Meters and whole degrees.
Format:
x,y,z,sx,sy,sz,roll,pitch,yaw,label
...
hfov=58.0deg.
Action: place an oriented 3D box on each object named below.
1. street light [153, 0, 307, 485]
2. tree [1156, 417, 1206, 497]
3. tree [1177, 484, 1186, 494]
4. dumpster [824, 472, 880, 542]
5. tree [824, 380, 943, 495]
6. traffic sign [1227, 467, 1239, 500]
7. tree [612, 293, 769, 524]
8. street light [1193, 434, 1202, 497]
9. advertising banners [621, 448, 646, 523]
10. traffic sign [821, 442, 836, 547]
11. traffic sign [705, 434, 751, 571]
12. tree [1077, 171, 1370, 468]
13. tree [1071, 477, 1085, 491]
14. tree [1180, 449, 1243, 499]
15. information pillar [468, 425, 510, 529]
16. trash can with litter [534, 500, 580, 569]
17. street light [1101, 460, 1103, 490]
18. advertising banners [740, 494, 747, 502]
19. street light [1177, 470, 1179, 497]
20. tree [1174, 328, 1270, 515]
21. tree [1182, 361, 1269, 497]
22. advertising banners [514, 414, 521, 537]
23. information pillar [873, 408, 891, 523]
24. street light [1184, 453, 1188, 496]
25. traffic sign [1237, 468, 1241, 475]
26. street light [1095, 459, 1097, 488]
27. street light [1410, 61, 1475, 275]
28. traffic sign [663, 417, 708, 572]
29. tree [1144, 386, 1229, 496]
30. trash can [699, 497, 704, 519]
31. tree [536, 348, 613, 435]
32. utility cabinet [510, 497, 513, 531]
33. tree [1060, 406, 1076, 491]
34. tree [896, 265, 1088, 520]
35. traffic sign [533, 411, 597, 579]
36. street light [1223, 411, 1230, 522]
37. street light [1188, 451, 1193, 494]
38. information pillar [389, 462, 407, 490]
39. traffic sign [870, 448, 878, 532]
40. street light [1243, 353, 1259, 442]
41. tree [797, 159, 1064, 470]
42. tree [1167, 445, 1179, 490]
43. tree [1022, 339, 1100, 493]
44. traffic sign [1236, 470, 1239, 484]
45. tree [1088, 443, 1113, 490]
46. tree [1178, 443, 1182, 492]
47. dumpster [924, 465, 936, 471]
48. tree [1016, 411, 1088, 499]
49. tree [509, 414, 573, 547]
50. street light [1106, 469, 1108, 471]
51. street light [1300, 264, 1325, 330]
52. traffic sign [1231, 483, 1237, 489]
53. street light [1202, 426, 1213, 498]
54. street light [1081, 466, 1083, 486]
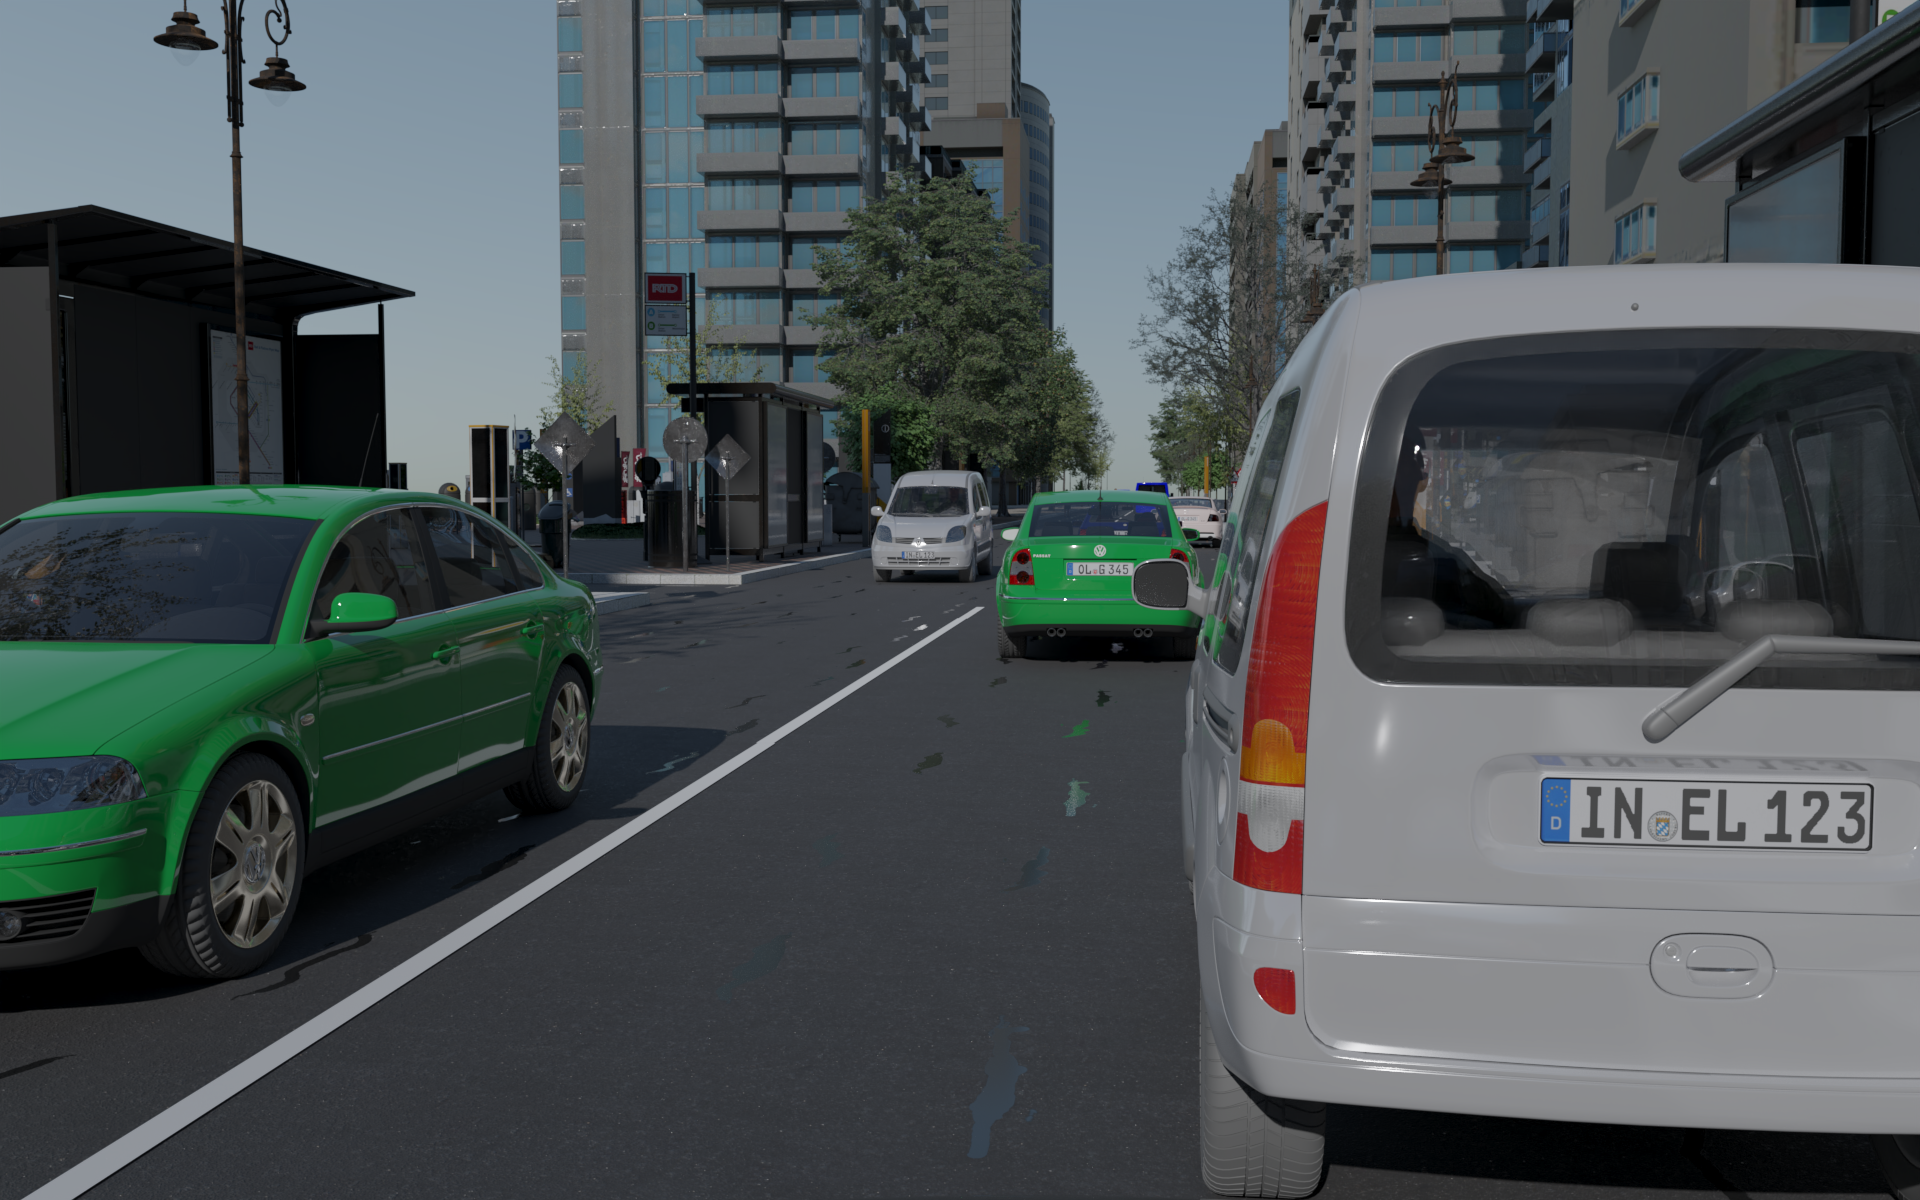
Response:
x,y,z,sx,sy,sz,roll,pitch,yaw,label
-5.975,-2.543,14.371,0.468,5.910,1.993,0,4,7,street light
29.107,-18.459,227.552,9.928,11.665,9.643,0,3,0,tree
31.291,-15.173,242.681,1.663,3.219,1.824,0,3,0,tree
-2.876,-2.445,45.735,1.264,1.857,1.865,0,4,6,dumpster
-2.124,-4.061,50.113,4.285,4.588,4.351,0,3,0,tree
12.721,-4.941,80.790,0.884,2.594,0.081,1,4,9,traffic sign
-9.294,-6.866,62.628,4.737,8.622,4.395,0,3,0,tree
18.282,-9.761,132.386,0.468,5.910,1.993,0,4,7,street light
-12.946,-4.265,65.926,2.074,3.025,0.090,0,4,4,advertising banners
-3.385,-2.555,41.883,0.768,2.556,0.104,1,4,10,traffic sign
-3.892,-1.551,29.009,0.795,2.450,0.064,0,4,7,traffic sign
11.450,-9.515,65.934,12.009,13.543,11.850,0,3,0,tree
13.361,-12.021,191.142,1.663,3.219,1.824,0,3,0,tree
16.631,-7.884,112.612,4.285,4.588,4.351,0,3,0,tree
-5.022,-0.858,18.528,0.304,2.012,0.304,1,4,20,information pillar
-6.999,-1.122,29.724,0.624,1.170,1.055,1,4,11,trash can with litter
19.054,-15.920,233.074,0.468,5.910,1.993,0,4,7,street light
-10.010,-5.330,83.332,0.090,3.025,2.074,-3,4,-39,advertising banners
30.378,-16.210,237.828,0.468,5.910,1.993,0,4,7,street light
11.522,-7.641,75.288,4.737,8.622,4.395,0,3,0,tree
14.465,-8.533,89.882,4.360,8.622,3.978,0,3,0,tree
-9.994,-2.621,39.045,0.090,3.025,2.074,-1,4,-12,advertising banners
-2.110,-3.424,47.330,0.504,3.616,0.183,0,4,-1,information pillar
23.580,-12.561,178.153,0.468,5.910,1.993,0,4,7,street light
14.026,-5.300,86.660,0.884,2.594,0.081,1,4,14,traffic sign
16.488,-14.568,210.975,0.468,5.910,1.993,0,4,7,street light
5.274,-2.832,19.091,0.468,5.910,1.993,0,4,7,street light
-4.533,-1.739,28.536,0.768,2.556,0.104,0,4,8,traffic sign
26.771,-18.191,204.081,9.857,13.997,8.962,0,3,0,tree
-13.811,-4.854,91.018,0.748,1.137,0.748,0,3,0,trash can
-19.630,-8.414,87.929,4.737,8.622,4.395,0,3,0,tree
-10.792,-1.809,40.731,0.306,1.237,1.020,-2,4,-31,utility cabinet
9.517,-15.251,159.717,12.009,13.543,11.850,0,3,0,tree
1.181,-10.289,85.225,9.611,12.733,9.660,0,3,0,tree
-4.803,-1.066,21.076,0.795,2.450,0.064,0,4,7,traffic sign
12.152,-6.504,79.134,0.468,5.910,1.993,0,4,7,street light
21.008,-11.175,155.497,0.468,5.910,1.993,0,4,7,street light
-13.081,-2.194,40.356,0.304,2.012,0.304,1,4,18,information pillar
-2.324,-2.924,47.915,0.768,2.556,0.104,1,4,12,traffic sign
9.562,-5.153,57.038,0.468,5.910,1.993,0,4,7,street light
-1.003,-9.715,65.497,9.857,13.997,8.962,0,3,0,tree
24.644,-14.384,185.547,4.360,8.622,3.978,0,3,0,tree
5.299,-12.401,120.878,7.486,12.596,7.792,0,3,0,tree
14.998,-5.680,92.979,0.768,2.556,0.104,0,4,8,traffic sign
14.612,-15.212,199.072,4.737,8.622,4.395,0,3,0,tree
23.569,-13.152,165.396,4.360,8.622,3.978,0,3,0,tree
-1.317,-3.355,57.342,1.502,2.255,1.985,0,4,6,dumpster
4.710,-9.767,110.050,4.737,8.622,4.395,0,3,0,tree
-10.043,-2.912,42.207,1.663,3.219,1.824,0,3,0,tree
21.690,-17.277,255.270,0.468,5.910,1.993,0,4,7,street light
7.122,-3.800,34.925,0.468,5.910,1.993,0,4,7,street light
15.451,-5.934,97.127,0.768,2.556,0.104,0,4,7,traffic sign
15.684,-8.349,109.299,0.468,5.910,1.993,0,4,7,street light
12.157,-12.209,172.404,0.468,5.910,1.993,0,4,7,street light
